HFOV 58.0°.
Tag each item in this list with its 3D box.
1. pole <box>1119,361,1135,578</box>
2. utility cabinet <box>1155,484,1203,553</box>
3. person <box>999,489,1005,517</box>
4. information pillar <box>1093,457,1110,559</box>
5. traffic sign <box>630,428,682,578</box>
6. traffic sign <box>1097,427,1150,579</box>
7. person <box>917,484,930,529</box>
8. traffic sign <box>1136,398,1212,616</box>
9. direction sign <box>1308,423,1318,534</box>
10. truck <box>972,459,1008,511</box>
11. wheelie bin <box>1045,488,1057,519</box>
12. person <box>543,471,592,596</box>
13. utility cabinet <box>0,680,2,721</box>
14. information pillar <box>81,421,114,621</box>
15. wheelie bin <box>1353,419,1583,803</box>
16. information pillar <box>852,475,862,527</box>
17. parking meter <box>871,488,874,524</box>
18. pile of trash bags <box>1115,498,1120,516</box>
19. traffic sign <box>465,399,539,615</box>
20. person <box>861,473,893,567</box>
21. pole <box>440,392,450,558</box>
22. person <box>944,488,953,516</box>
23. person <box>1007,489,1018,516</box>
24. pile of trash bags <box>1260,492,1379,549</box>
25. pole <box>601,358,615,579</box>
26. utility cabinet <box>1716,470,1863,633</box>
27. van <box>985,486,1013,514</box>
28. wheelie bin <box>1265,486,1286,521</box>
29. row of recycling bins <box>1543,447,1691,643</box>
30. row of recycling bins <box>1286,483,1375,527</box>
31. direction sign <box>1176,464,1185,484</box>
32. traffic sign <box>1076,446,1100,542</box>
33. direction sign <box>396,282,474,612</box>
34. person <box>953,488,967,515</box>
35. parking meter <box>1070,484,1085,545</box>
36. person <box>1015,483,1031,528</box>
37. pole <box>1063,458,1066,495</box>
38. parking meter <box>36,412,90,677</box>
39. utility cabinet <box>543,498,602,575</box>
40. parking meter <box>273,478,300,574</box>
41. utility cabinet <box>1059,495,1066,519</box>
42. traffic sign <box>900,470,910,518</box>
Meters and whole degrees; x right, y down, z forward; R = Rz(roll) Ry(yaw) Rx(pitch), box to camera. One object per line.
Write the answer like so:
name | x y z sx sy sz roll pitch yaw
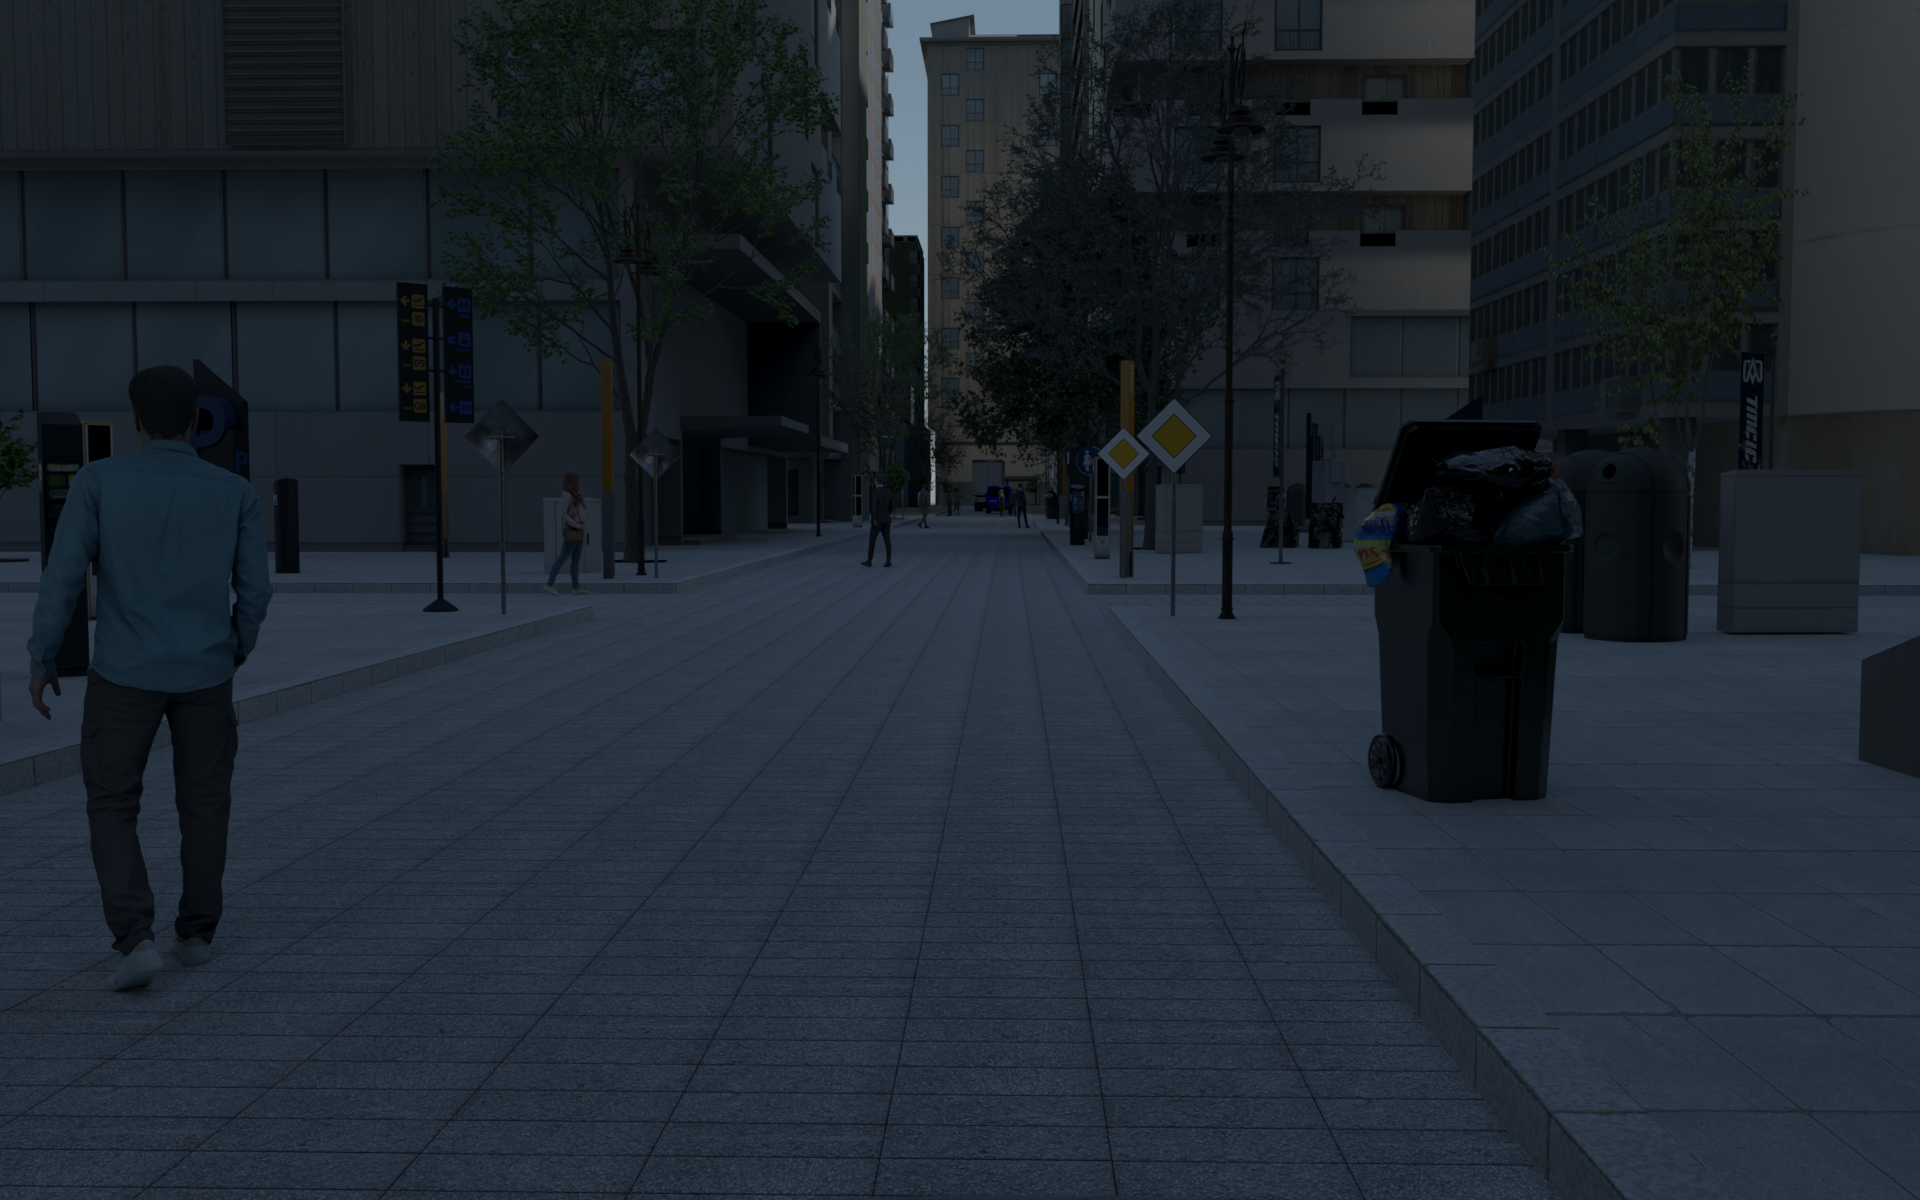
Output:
pole | 2.566 -2.003 26.593 0.158 3.312 0.155 0 3 0
utility cabinet | 4.733 -1.761 37.477 1.173 1.500 0.318 -3 5 -40
person | 2.731 -6.132 109.481 0.721 1.736 1.217 0 4 3
information pillar | 2.806 -1.820 34.244 0.304 2.012 0.304 0 4 -1
traffic sign | -4.629 -1.390 26.365 0.795 2.450 0.064 0 4 2
traffic sign | 2.462 -1.376 26.144 0.795 2.450 0.064 0 4 2
person | -1.486 -3.881 72.048 0.679 1.850 0.850 3 5 41
traffic sign | 2.236 -0.888 18.162 0.795 2.450 0.064 0 4 2
direction sign | 11.371 -3.886 55.526 0.379 3.537 0.876 1 4 21
truck | 2.520 -9.596 145.813 2.839 4.237 11.283 0 4 3
wheelie bin | 4.670 -4.939 88.655 0.693 1.594 0.980 0 4 -2
person | -5.577 -0.946 24.565 0.643 1.750 0.593 0 4 -4
utility cabinet | -5.944 0.086 9.752 1.020 1.237 0.306 1 4 12
information pillar | -8.830 -0.806 17.665 0.304 2.012 0.304 3 4 36
wheelie bin | 2.203 0.030 7.412 0.980 1.594 0.693 -1 4 -12
information pillar | -3.951 -3.797 66.568 0.304 2.012 0.304 -2 4 -26
parking meter | -3.578 -3.960 73.150 0.372 1.533 0.369 0 3 0
pile of trash bags | 10.649 -5.459 99.010 3.447 1.369 1.912 0 4 -6
traffic sign | -4.855 -0.902 18.383 0.795 2.450 0.064 0 4 2
person | -1.619 -1.573 33.997 0.659 1.850 0.755 -3 5 -41
pole | -10.377 -2.500 34.725 0.158 3.312 0.155 0 3 0
person | -0.703 -6.378 112.866 0.705 1.814 1.350 -1 4 -23
person | 3.412 -6.315 112.299 0.990 1.755 0.434 3 5 39
pile of trash bags | 8.804 -1.927 41.265 3.447 1.369 1.912 2 4 32
pole | -5.317 -1.976 26.151 0.158 3.312 0.155 0 3 0
utility cabinet | 7.604 -0.442 15.902 1.173 1.500 0.318 0 4 -2
van | 2.893 -7.481 126.692 2.240 2.365 5.245 0 4 3
wheelie bin | 12.474 -3.694 68.311 0.980 1.594 0.693 1 4 20
row of recycling bins | 5.791 -0.583 16.646 1.069 1.692 3.534 -1 4 -10
row of recycling bins | 14.154 -3.593 65.853 3.534 1.692 1.069 -1 4 -11
direction sign | 8.418 -4.543 66.269 0.379 3.537 0.876 -1 4 -17
traffic sign | 3.497 -2.829 46.367 0.768 2.556 0.104 0 4 8
direction sign | -5.690 -1.644 18.869 0.876 3.537 0.379 -3 5 -44
person | -0.218 -6.688 117.852 1.348 1.824 0.705 1 4 18
parking meter | 2.949 -2.145 43.475 0.372 1.533 0.369 0 3 0
person | 2.643 -4.003 73.316 0.648 1.900 0.474 3 5 41
pole | 5.944 -6.405 98.561 0.158 3.312 0.155 0 3 0
parking meter | -6.322 -0.397 12.209 0.255 1.863 0.399 -2 4 -33
utility cabinet | -6.259 -1.032 28.033 0.306 1.237 1.020 2 4 33
parking meter | -10.903 -1.201 28.041 0.372 1.533 0.369 0 3 0
utility cabinet | 5.193 -4.852 90.494 1.020 1.237 0.306 -2 4 -24
traffic sign | -2.962 -5.484 89.762 0.768 2.556 0.104 0 4 4
